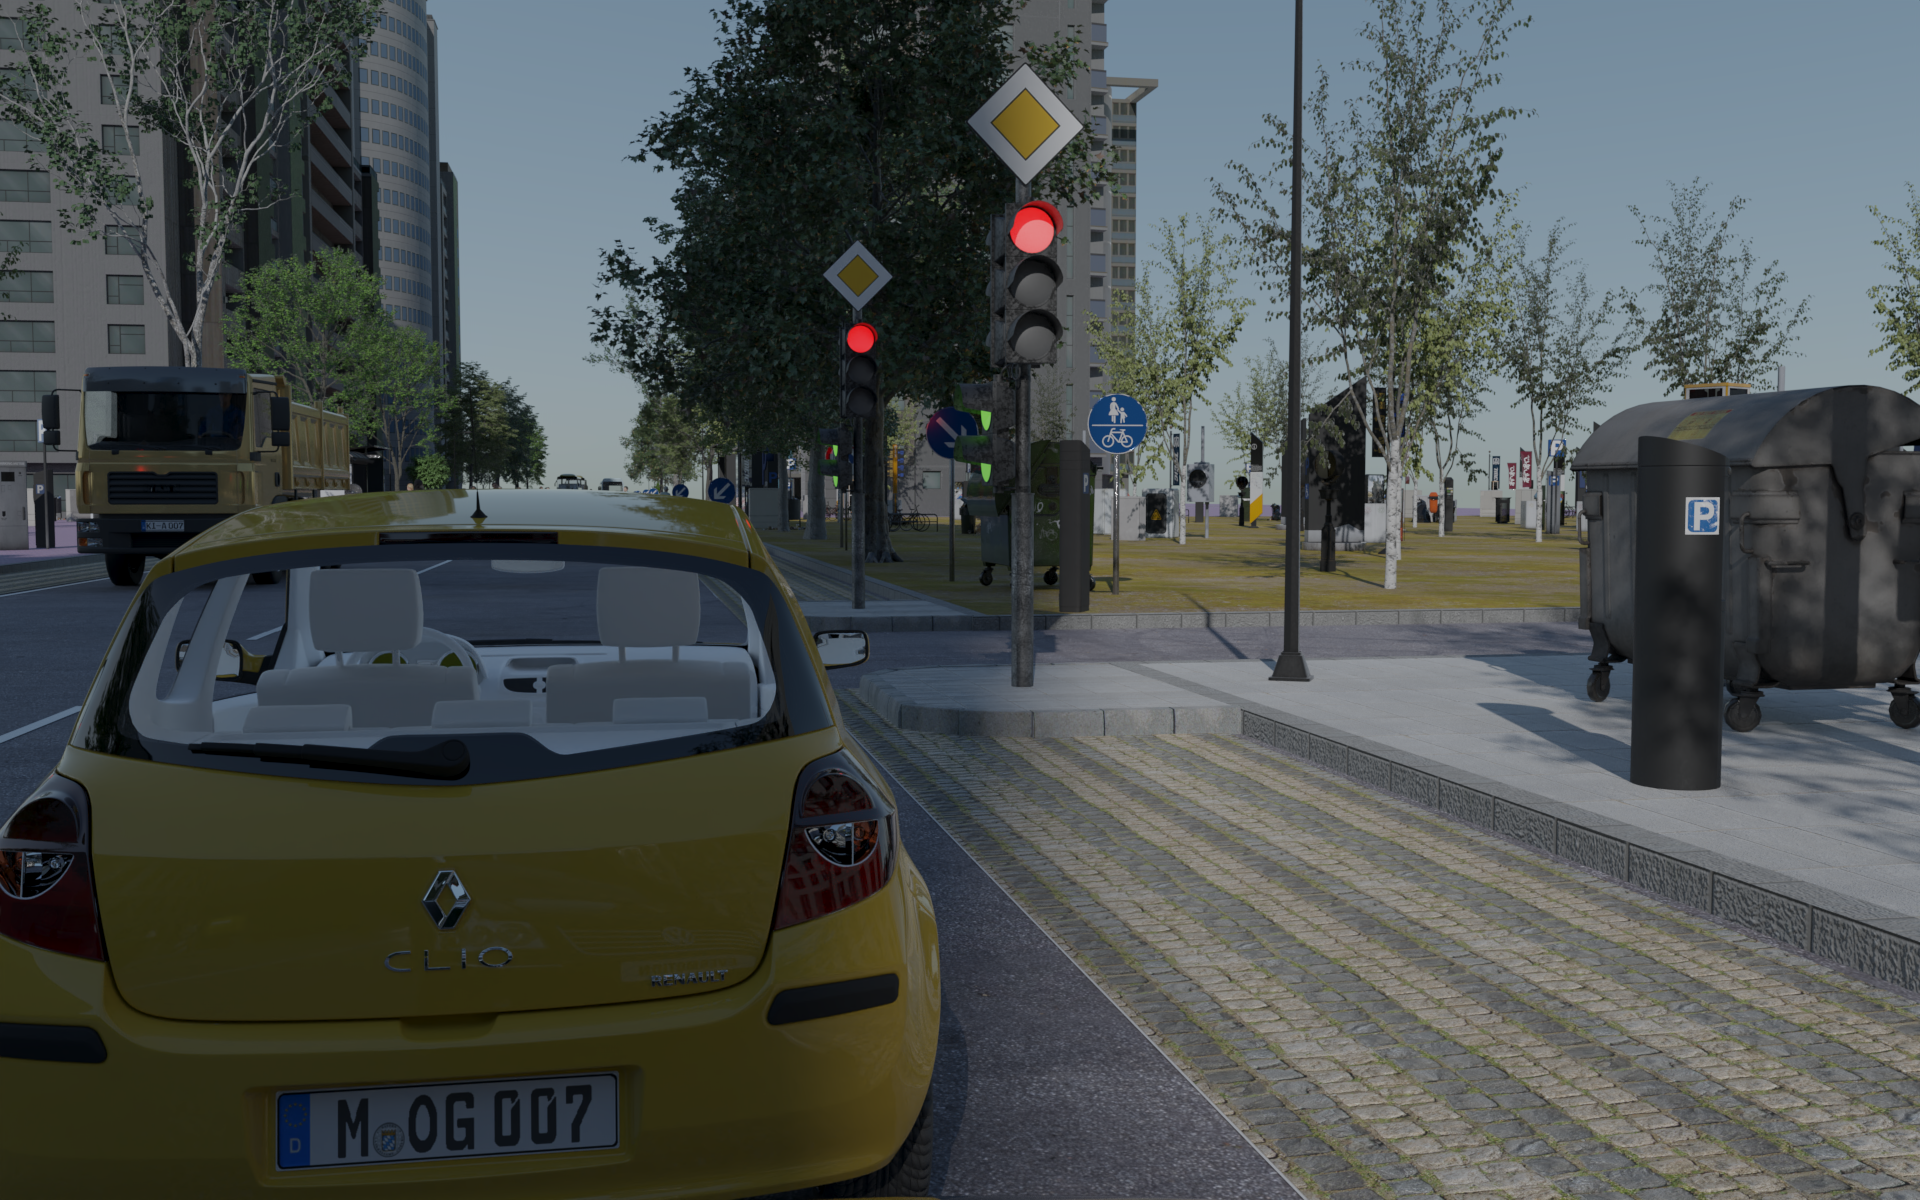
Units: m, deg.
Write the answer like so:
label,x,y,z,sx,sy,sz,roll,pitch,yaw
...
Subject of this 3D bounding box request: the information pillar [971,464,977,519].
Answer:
label,x,y,z,sx,sy,sz,roll,pitch,yaw
information pillar,0.811,-6.075,90.676,0.504,3.616,0.183,0,4,5

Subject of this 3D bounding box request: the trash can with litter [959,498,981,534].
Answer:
label,x,y,z,sx,sy,sz,roll,pitch,yaw
trash can with litter,0.500,-2.693,55.422,1.055,1.170,0.624,2,4,30

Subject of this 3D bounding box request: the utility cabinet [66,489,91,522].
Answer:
label,x,y,z,sx,sy,sz,roll,pitch,yaw
utility cabinet,-40.486,-4.341,79.661,0.318,1.500,1.173,2,4,26

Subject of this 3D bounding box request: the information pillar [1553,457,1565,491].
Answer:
label,x,y,z,sx,sy,sz,roll,pitch,yaw
information pillar,25.819,-5.093,74.622,0.504,3.616,0.183,1,4,21

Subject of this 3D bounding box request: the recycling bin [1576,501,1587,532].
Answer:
label,x,y,z,sx,sy,sz,roll,pitch,yaw
recycling bin,21.660,-2.867,59.431,0.722,1.027,0.722,-3,4,-38

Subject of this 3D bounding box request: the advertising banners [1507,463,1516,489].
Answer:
label,x,y,z,sx,sy,sz,roll,pitch,yaw
advertising banners,31.485,-6.131,96.422,2.074,3.025,0.090,0,4,5

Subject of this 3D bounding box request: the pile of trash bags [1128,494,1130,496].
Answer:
label,x,y,z,sx,sy,sz,roll,pitch,yaw
pile of trash bags,8.517,-4.539,83.959,3.447,1.369,1.912,0,4,4

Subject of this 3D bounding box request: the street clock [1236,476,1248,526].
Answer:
label,x,y,z,sx,sy,sz,roll,pitch,yaw
street clock,11.299,-3.968,69.449,0.471,2.002,0.358,0,4,-4

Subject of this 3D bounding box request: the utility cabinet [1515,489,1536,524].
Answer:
label,x,y,z,sx,sy,sz,roll,pitch,yaw
utility cabinet,23.926,-3.952,73.293,1.173,1.500,0.318,-3,5,-42

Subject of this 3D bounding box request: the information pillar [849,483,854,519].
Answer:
label,x,y,z,sx,sy,sz,roll,pitch,yaw
information pillar,-5.613,-5.232,90.036,0.304,2.012,0.304,0,3,0

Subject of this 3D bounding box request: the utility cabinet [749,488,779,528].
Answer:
label,x,y,z,sx,sy,sz,roll,pitch,yaw
utility cabinet,-7.230,-3.398,64.237,1.173,1.500,0.318,-1,4,-16

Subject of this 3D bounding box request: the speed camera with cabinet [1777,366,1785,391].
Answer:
label,x,y,z,sx,sy,sz,roll,pitch,yaw
speed camera with cabinet,13.284,-2.022,27.388,2.038,3.252,0.660,-2,4,-24

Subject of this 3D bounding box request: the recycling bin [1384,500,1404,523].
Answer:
label,x,y,z,sx,sy,sz,roll,pitch,yaw
recycling bin,19.097,-3.903,76.374,0.722,1.027,0.722,-1,4,-21

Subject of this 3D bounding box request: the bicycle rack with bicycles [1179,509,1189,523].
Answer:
label,x,y,z,sx,sy,sz,roll,pitch,yaw
bicycle rack with bicycles,8.757,-3.819,75.823,2.852,0.926,2.925,2,4,23

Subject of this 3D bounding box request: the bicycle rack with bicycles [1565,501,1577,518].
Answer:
label,x,y,z,sx,sy,sz,roll,pitch,yaw
bicycle rack with bicycles,32.013,-4.867,92.953,2.925,0.926,2.852,2,4,31

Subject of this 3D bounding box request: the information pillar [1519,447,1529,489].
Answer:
label,x,y,z,sx,sy,sz,roll,pitch,yaw
information pillar,27.969,-5.783,85.903,0.504,3.616,0.183,3,5,41

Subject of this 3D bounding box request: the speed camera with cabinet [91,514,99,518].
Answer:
label,x,y,z,sx,sy,sz,roll,pitch,yaw
speed camera with cabinet,-33.184,-4.518,68.203,2.038,3.252,0.660,1,4,8

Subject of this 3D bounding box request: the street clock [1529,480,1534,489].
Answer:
label,x,y,z,sx,sy,sz,roll,pitch,yaw
street clock,29.093,-5.121,88.291,0.358,2.002,0.471,1,4,14

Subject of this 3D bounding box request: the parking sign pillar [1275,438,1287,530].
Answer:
label,x,y,z,sx,sy,sz,roll,pitch,yaw
parking sign pillar,12.061,-4.501,62.056,1.447,3.967,1.447,-2,4,-24

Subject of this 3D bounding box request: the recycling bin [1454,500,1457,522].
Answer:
label,x,y,z,sx,sy,sz,roll,pitch,yaw
recycling bin,22.710,-4.164,80.636,0.722,1.027,0.722,2,4,26

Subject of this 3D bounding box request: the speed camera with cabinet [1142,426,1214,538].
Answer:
label,x,y,z,sx,sy,sz,roll,pitch,yaw
speed camera with cabinet,6.344,-3.432,50.442,2.038,3.252,0.660,2,4,25

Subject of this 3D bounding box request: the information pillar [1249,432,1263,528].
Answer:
label,x,y,z,sx,sy,sz,roll,pitch,yaw
information pillar,11.119,-4.503,64.986,0.504,3.616,0.183,2,4,28

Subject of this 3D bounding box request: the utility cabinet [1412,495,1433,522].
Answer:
label,x,y,z,sx,sy,sz,roll,pitch,yaw
utility cabinet,21.596,-4.251,80.673,1.020,1.237,0.306,-1,4,-16

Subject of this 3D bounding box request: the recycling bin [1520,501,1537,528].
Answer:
label,x,y,z,sx,sy,sz,roll,pitch,yaw
recycling bin,21.478,-3.204,64.943,0.722,1.027,0.722,0,4,0

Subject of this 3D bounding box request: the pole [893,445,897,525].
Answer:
label,x,y,z,sx,sy,sz,roll,pitch,yaw
pole,-2.689,-4.752,71.535,0.158,3.312,0.155,0,3,0

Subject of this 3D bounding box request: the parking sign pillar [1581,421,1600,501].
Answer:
label,x,y,z,sx,sy,sz,roll,pitch,yaw
parking sign pillar,23.916,-4.604,63.750,1.447,3.967,1.447,2,4,35

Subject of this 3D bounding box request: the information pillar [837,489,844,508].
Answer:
label,x,y,z,sx,sy,sz,roll,pitch,yaw
information pillar,-6.331,-6.111,91.275,0.183,3.616,0.504,-3,5,-42

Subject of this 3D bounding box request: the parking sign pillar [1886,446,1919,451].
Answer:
label,x,y,z,sx,sy,sz,roll,pitch,yaw
parking sign pillar,42.351,-5.488,78.202,1.447,3.967,1.447,-1,4,-8

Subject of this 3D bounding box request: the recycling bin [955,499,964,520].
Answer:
label,x,y,z,sx,sy,sz,roll,pitch,yaw
recycling bin,0.158,-4.507,86.246,0.722,1.027,0.722,-3,5,-39

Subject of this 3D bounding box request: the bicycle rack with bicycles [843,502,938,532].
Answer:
label,x,y,z,sx,sy,sz,roll,pitch,yaw
bicycle rack with bicycles,-2.135,-2.821,59.500,2.925,0.926,2.852,-1,4,-23

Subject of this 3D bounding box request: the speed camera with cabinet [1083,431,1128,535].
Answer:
label,x,y,z,sx,sy,sz,roll,pitch,yaw
speed camera with cabinet,4.335,-3.686,54.609,2.038,3.252,0.660,-2,4,-34

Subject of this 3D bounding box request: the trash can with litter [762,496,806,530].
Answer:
label,x,y,z,sx,sy,sz,roll,pitch,yaw
trash can with litter,-6.358,-3.146,62.489,2.233,1.210,1.678,-3,5,-41

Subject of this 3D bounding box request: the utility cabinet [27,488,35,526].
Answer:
label,x,y,z,sx,sy,sz,roll,pitch,yaw
utility cabinet,-36.216,-3.642,68.224,1.173,1.500,0.318,2,4,28

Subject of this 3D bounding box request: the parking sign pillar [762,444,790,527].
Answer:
label,x,y,z,sx,sy,sz,roll,pitch,yaw
parking sign pillar,-7.337,-4.811,67.129,1.447,3.967,1.447,-1,4,-14

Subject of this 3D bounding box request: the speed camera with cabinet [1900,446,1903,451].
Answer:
label,x,y,z,sx,sy,sz,roll,pitch,yaw
speed camera with cabinet,31.103,-3.939,58.745,2.038,3.252,0.660,2,4,31

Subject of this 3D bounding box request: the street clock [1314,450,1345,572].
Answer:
label,x,y,z,sx,sy,sz,roll,pitch,yaw
street clock,6.085,-1.469,28.586,0.358,2.002,0.471,-3,5,-40

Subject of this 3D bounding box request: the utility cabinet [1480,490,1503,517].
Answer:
label,x,y,z,sx,sy,sz,roll,pitch,yaw
utility cabinet,29.558,-5.363,96.364,1.173,1.500,0.318,1,4,16

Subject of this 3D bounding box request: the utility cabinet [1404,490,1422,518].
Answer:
label,x,y,z,sx,sy,sz,roll,pitch,yaw
utility cabinet,24.133,-5.139,92.700,0.318,1.500,1.173,-3,5,-43

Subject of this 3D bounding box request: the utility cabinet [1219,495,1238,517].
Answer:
label,x,y,z,sx,sy,sz,roll,pitch,yaw
utility cabinet,15.187,-5.299,97.804,1.020,1.237,0.306,1,4,20

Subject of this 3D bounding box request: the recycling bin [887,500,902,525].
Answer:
label,x,y,z,sx,sy,sz,roll,pitch,yaw
recycling bin,-2.825,-3.680,72.719,0.722,1.027,0.722,0,4,-5

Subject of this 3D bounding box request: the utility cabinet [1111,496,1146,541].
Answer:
label,x,y,z,sx,sy,sz,roll,pitch,yaw
utility cabinet,4.683,-2.262,48.140,1.020,1.237,0.306,3,5,44

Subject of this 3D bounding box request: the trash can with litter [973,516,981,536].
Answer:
label,x,y,z,sx,sy,sz,roll,pitch,yaw
trash can with litter,1.631,-2.586,53.332,2.233,1.210,1.678,3,4,37

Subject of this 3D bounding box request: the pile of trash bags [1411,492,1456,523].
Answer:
label,x,y,z,sx,sy,sz,roll,pitch,yaw
pile of trash bags,21.146,-4.134,77.351,1.912,1.369,3.447,1,4,14

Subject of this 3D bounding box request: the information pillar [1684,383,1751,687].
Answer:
label,x,y,z,sx,sy,sz,roll,pitch,yaw
information pillar,5.065,-0.437,11.640,0.304,2.012,0.304,-3,4,-38

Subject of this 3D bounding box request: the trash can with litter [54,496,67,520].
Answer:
label,x,y,z,sx,sy,sz,roll,pitch,yaw
trash can with litter,-44.250,-4.560,85.617,1.678,1.210,2.233,1,4,16

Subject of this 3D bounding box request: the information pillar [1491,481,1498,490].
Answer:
label,x,y,z,sx,sy,sz,roll,pitch,yaw
information pillar,30.633,-5.799,99.309,0.304,2.012,0.304,0,4,-7

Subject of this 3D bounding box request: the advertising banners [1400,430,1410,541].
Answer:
label,x,y,z,sx,sy,sz,roll,pitch,yaw
advertising banners,11.895,-3.096,46.800,0.090,3.025,2.074,2,4,30

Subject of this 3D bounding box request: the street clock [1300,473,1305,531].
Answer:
label,x,y,z,sx,sy,sz,roll,pitch,yaw
street clock,11.712,-3.362,59.536,0.358,2.002,0.471,-1,4,-12

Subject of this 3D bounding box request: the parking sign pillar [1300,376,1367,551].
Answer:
label,x,y,z,sx,sy,sz,roll,pitch,yaw
parking sign pillar,8.575,-3.125,39.573,1.447,3.967,1.447,0,4,-2

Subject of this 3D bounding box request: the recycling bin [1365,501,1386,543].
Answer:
label,x,y,z,sx,sy,sz,roll,pitch,yaw
recycling bin,10.918,-2.032,45.784,0.722,1.027,0.722,0,4,5

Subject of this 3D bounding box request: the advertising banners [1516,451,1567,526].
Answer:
label,x,y,z,sx,sy,sz,roll,pitch,yaw
advertising banners,23.722,-4.542,70.444,2.074,3.025,0.090,-1,4,-9

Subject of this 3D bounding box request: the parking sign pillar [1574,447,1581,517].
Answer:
label,x,y,z,sx,sy,sz,roll,pitch,yaw
parking sign pillar,35.719,-6.731,98.522,1.447,3.967,1.447,0,4,-3

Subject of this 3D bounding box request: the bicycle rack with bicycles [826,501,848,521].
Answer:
label,x,y,z,sx,sy,sz,roll,pitch,yaw
bicycle rack with bicycles,-5.803,-4.300,83.682,2.925,0.926,2.852,-1,4,-18

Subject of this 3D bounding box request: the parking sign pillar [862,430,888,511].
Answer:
label,x,y,z,sx,sy,sz,roll,pitch,yaw
parking sign pillar,-3.639,-5.034,70.773,1.447,3.967,1.447,-1,4,-14

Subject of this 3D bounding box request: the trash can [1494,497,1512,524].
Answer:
label,x,y,z,sx,sy,sz,roll,pitch,yaw
trash can,23.666,-3.906,75.524,0.748,1.137,0.748,0,3,0
